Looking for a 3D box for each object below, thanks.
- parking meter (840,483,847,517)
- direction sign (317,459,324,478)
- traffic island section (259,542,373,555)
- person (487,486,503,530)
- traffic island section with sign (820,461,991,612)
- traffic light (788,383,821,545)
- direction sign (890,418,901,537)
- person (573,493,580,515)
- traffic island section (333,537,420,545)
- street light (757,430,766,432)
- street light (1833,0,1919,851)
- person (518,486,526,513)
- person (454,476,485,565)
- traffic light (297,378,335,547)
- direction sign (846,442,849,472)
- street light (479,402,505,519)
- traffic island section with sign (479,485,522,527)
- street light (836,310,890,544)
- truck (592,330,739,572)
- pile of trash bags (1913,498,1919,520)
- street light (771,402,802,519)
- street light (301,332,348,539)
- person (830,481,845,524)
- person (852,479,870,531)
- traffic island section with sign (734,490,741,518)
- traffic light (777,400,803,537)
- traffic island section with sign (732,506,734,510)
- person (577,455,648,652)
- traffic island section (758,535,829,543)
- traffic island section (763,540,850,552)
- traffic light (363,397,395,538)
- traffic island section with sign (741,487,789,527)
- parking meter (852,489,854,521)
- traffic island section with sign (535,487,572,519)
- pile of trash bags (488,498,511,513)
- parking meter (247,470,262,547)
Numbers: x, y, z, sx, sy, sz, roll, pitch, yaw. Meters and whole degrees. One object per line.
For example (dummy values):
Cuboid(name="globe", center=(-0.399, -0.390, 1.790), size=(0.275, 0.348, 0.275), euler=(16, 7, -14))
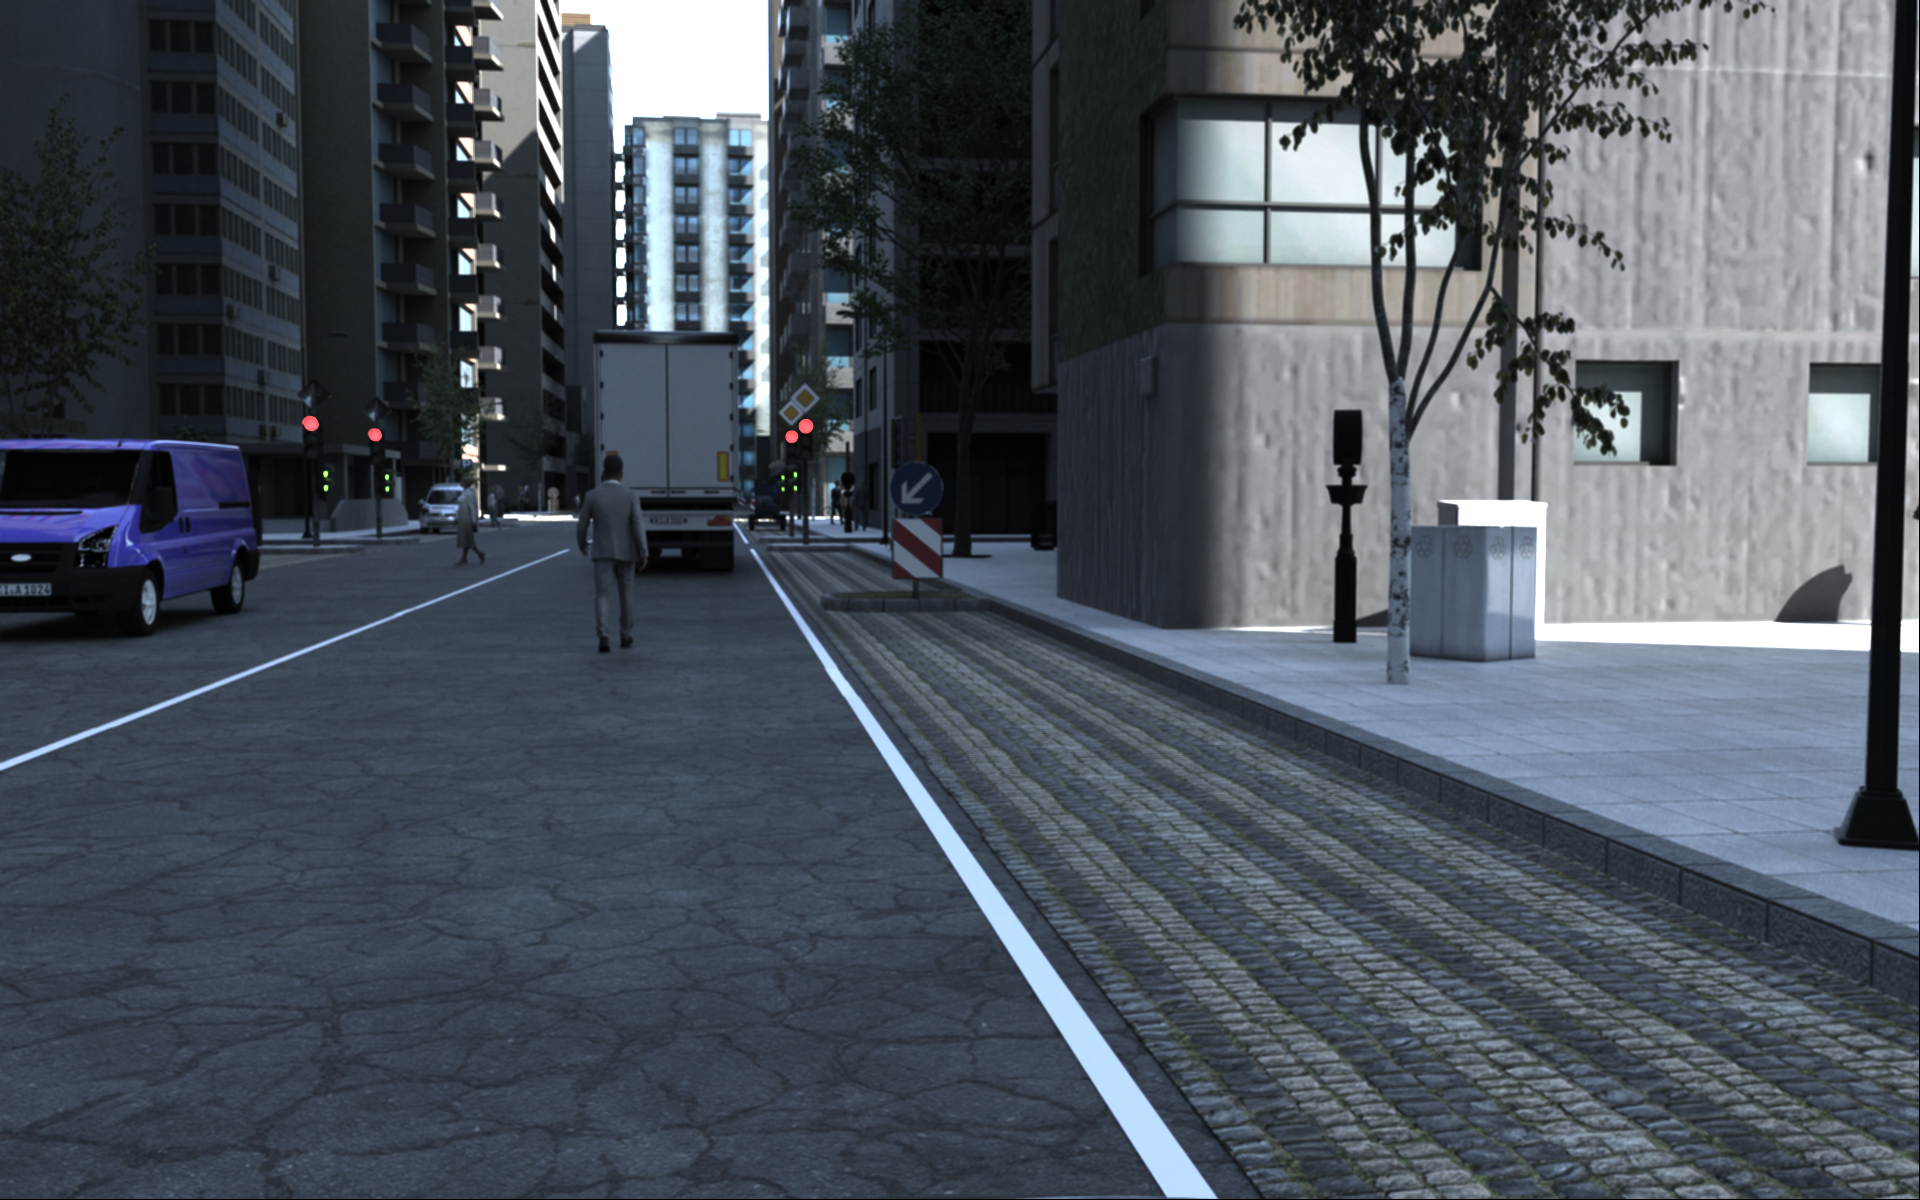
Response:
Cuboid(name="parking meter", center=(-6.219, -5.315, 92.618), size=(0.399, 1.863, 0.255), euler=(0, 4, 5))
Cuboid(name="direction sign", center=(-30.801, -5.552, 82.773), size=(0.876, 3.537, 0.379), euler=(0, 4, 1))
Cuboid(name="traffic island section", center=(-15.706, -1.220, 42.226), size=(2.009, 0.180, 2.903), euler=(0, 4, -8))
Cuboid(name="person", center=(-18.550, -3.662, 69.052), size=(0.598, 1.740, 0.731), euler=(-2, 4, -24))
Cuboid(name="traffic island section with sign", center=(-0.741, -0.806, 21.805), size=(1.989, 1.847, 2.006), euler=(0, 4, -8))
Cuboid(name="traffic light", center=(-3.923, -3.355, 43.773), size=(0.839, 4.253, 0.868), euler=(0, 4, -8))
Cuboid(name="direction sign", center=(-1.920, -3.685, 52.246), size=(0.379, 3.537, 0.876), euler=(-1, 4, -20))
Cuboid(name="person", center=(-25.631, -6.422, 116.094), size=(0.503, 1.515, 0.523), euler=(3, 5, 40))
Cuboid(name="traffic island section", center=(-16.828, -1.703, 50.133), size=(2.009, 0.180, 2.903), euler=(0, 4, -8))
Cuboid(name="street light", center=(-14.082, -9.404, 126.299), size=(1.470, 5.913, 1.316), euler=(0, 4, -8))
Cuboid(name="street light", center=(2.856, -2.055, 6.146), size=(1.470, 5.913, 1.316), euler=(0, 4, -8))
Cuboid(name="person", center=(-29.070, -6.647, 114.900), size=(0.537, 1.800, 0.526), euler=(-1, 4, -17))
Cuboid(name="person", center=(-9.956, -1.616, 35.153), size=(0.641, 1.798, 0.478), euler=(-1, 4, -18))
Cuboid(name="traffic light", center=(-15.665, -3.252, 42.097), size=(0.839, 4.253, 0.868), euler=(0, 4, -8))
Cuboid(name="direction sign", center=(-4.866, -5.082, 75.087), size=(0.379, 3.537, 0.876), euler=(-1, 4, -11))
Cuboid(name="street light", center=(-23.658, -7.036, 87.587), size=(1.470, 5.913, 1.316), euler=(0, 4, -8))
Cuboid(name="traffic island section with sign", center=(-20.023, -4.051, 74.854), size=(1.989, 1.847, 2.006), euler=(0, 4, -8))
Cuboid(name="street light", center=(-2.433, -4.369, 43.971), size=(1.470, 5.913, 1.316), euler=(0, 4, -8))
Cuboid(name="truck", center=(-5.867, -2.840, 35.353), size=(2.839, 4.237, 11.283), euler=(-1, 4, -9))
Cuboid(name="pile of trash bags", center=(10.568, -0.368, 15.767), size=(3.447, 1.369, 1.912), euler=(3, 5, 44))
Cuboid(name="street light", center=(-8.695, -7.051, 87.828), size=(1.470, 5.913, 1.316), euler=(0, 4, -8))
Cuboid(name="street light", center=(-18.233, -4.720, 49.716), size=(1.470, 5.913, 1.316), euler=(0, 4, -8))
Cuboid(name="person", center=(-5.158, -4.118, 73.151), size=(0.755, 1.850, 0.659), euler=(2, 4, 35))
Cuboid(name="person", center=(-3.484, -3.331, 60.678), size=(0.661, 1.801, 0.590), euler=(-2, 4, -23))
Cuboid(name="traffic island section with sign", center=(-12.434, -5.837, 104.059), size=(1.989, 1.847, 2.006), euler=(0, 4, -8))
Cuboid(name="traffic light", center=(-5.045, -3.838, 51.680), size=(0.839, 4.253, 0.868), euler=(0, 4, -8))
Cuboid(name="traffic island section with sign", center=(-19.344, -8.824, 152.897), size=(1.989, 1.847, 2.006), euler=(0, 4, -8))
Cuboid(name="person", center=(-3.200, -0.438, 15.939), size=(0.678, 1.792, 0.850), euler=(0, 4, -5))
Cuboid(name="traffic island section", center=(-5.004, -1.805, 51.799), size=(2.009, 0.180, 2.903), euler=(0, 4, -8))
Cuboid(name="traffic island section", center=(-3.882, -1.322, 43.893), size=(2.009, 0.180, 2.903), euler=(0, 4, -8))
Cuboid(name="traffic light", center=(-16.787, -3.736, 50.004), size=(0.839, 4.253, 0.868), euler=(0, 4, -8))
Cuboid(name="traffic island section with sign", center=(-8.474, -4.130, 76.153), size=(1.989, 1.847, 2.006), euler=(0, 4, -8))
Cuboid(name="parking meter", center=(-5.004, -4.560, 82.963), size=(0.372, 1.533, 0.369), euler=(0, 3, 0))
Cuboid(name="traffic island section with sign", center=(-23.795, -5.683, 101.545), size=(1.989, 1.847, 2.006), euler=(0, 4, -8))
Cuboid(name="pile of trash bags", center=(-31.642, -6.443, 115.102), size=(3.447, 1.369, 1.912), euler=(-1, 4, -20))
Cuboid(name="parking meter", center=(-17.282, -2.246, 42.440), size=(0.255, 1.863, 0.399), euler=(-1, 4, -12))
